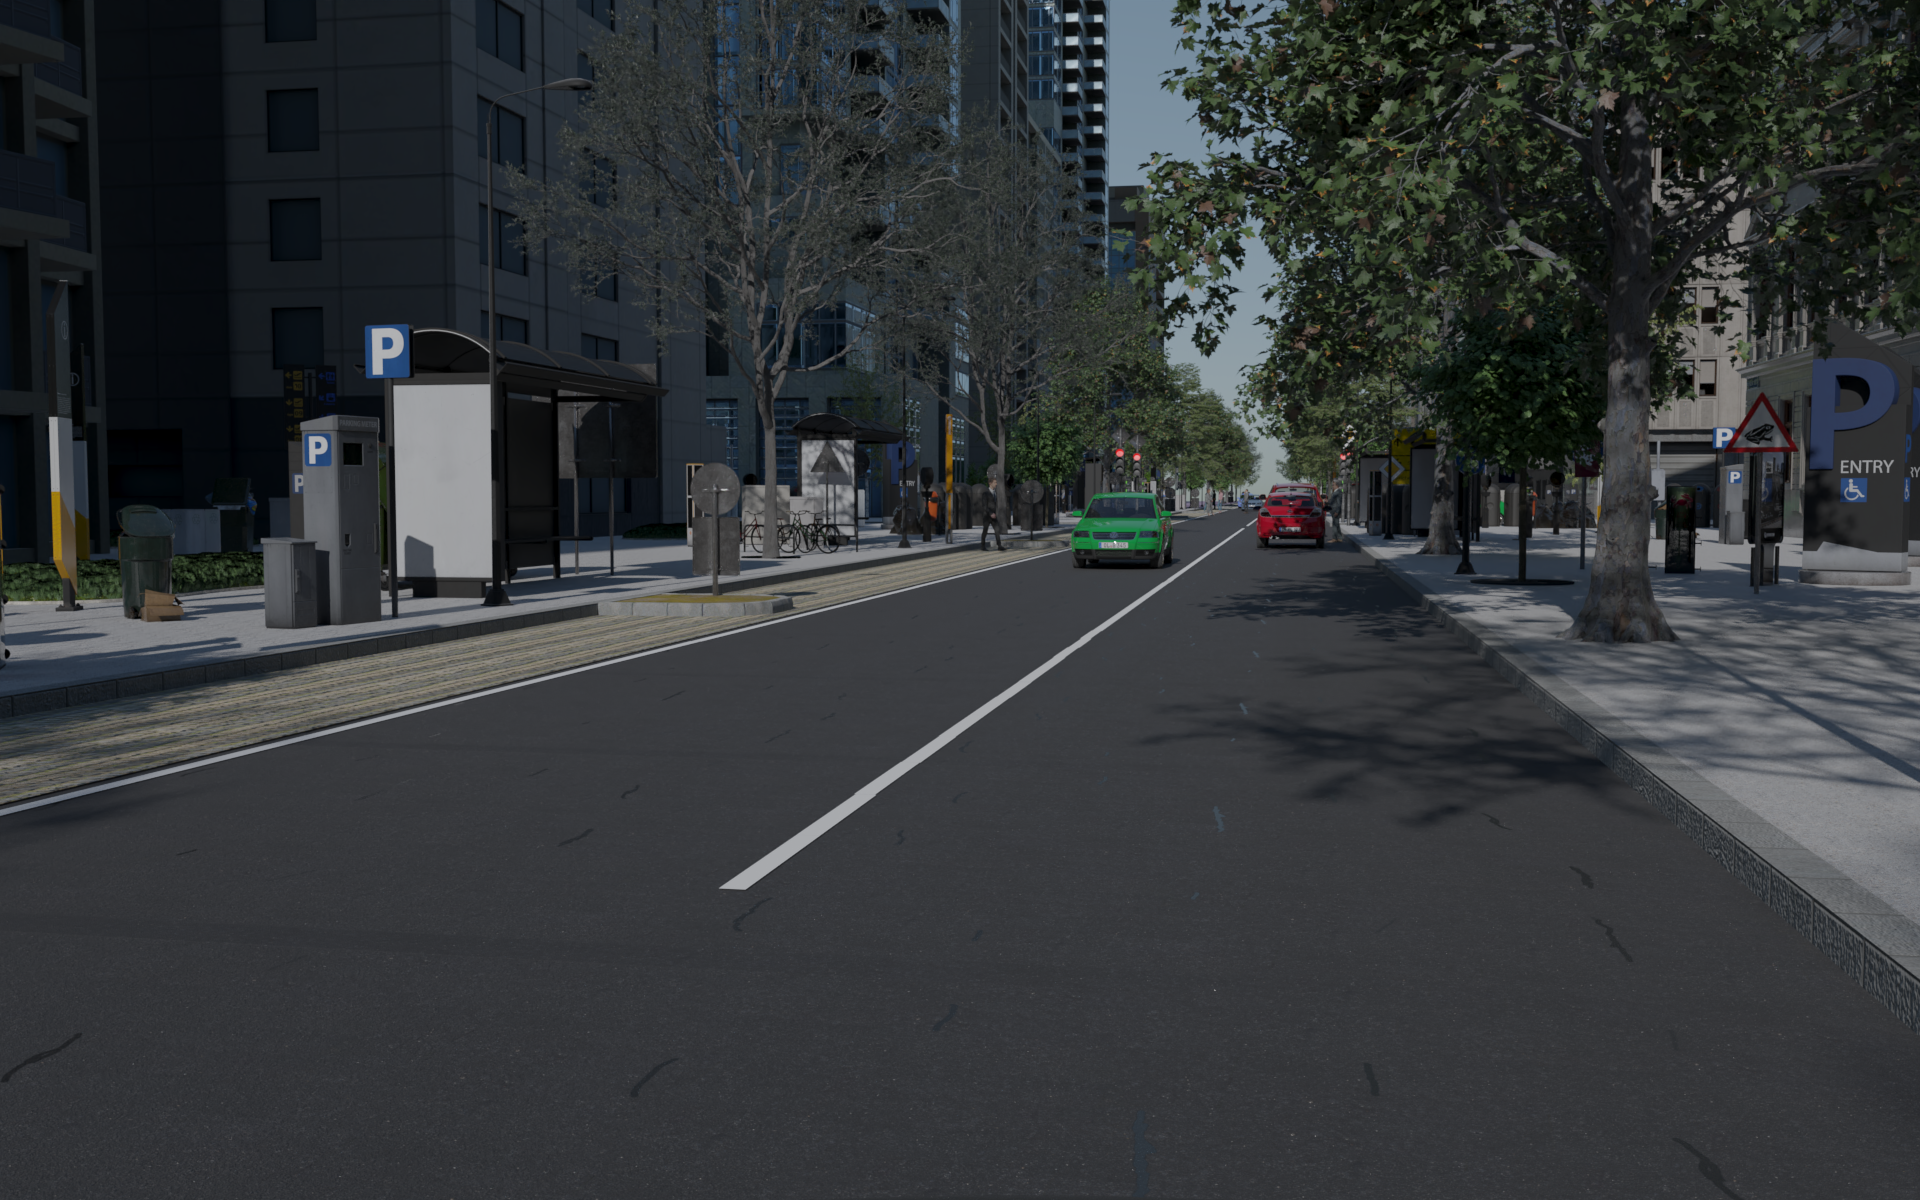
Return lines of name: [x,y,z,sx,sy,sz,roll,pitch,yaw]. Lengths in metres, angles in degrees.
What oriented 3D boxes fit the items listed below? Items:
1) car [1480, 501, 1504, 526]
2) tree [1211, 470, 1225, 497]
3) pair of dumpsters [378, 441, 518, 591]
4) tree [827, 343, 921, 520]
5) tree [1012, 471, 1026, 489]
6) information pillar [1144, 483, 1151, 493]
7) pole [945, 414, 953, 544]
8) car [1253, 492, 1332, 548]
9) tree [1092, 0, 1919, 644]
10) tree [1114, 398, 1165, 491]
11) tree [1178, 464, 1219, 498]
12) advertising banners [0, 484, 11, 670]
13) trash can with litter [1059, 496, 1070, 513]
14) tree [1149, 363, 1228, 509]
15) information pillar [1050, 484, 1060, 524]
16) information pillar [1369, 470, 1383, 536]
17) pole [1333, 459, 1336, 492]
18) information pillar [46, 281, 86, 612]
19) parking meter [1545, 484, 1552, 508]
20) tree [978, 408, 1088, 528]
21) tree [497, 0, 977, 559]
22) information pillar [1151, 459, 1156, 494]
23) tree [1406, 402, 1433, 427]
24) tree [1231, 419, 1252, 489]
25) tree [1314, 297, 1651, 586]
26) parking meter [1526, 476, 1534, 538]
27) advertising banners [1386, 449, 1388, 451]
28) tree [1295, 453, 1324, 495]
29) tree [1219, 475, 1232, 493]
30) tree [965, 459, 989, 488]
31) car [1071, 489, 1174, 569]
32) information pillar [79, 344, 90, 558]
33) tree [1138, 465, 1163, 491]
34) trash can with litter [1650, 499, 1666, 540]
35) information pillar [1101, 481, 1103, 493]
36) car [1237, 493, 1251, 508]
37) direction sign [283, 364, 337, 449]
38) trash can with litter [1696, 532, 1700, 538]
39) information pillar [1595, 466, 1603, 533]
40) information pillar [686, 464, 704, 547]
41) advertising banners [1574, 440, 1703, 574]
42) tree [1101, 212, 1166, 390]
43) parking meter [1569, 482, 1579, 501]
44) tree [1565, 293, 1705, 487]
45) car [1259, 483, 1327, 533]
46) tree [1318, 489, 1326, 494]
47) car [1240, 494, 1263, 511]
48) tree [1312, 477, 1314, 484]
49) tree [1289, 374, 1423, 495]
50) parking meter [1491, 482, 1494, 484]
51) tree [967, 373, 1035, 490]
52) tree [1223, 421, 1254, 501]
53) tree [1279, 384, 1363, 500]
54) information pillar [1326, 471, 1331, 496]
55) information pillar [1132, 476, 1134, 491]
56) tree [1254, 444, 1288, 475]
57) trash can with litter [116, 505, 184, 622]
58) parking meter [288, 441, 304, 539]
car: [21.440,-4.002,74.234,4.718,1.807,1.959,1,4,9]
tree: [30.422,-15.760,208.032,4.737,8.622,4.395,0,3,0]
pair of dumpsters: [-7.750,-1.370,24.888,1.574,2.255,4.437,1,4,11]
tree: [-4.296,-8.189,84.246,4.737,8.622,4.395,0,3,0]
tree: [4.247,-7.569,118.354,1.663,3.219,1.824,0,3,0]
information pillar: [11.913,-6.460,110.115,0.304,2.012,0.304,3,5,41]
pole: [-0.281,-3.091,44.381,0.158,3.312,0.155,0,3,0]
car: [9.065,-2.340,47.295,2.155,1.783,4.494,1,4,12]
tree: [5.961,-5.993,14.995,9.611,12.733,9.660,0,3,0]
tree: [12.460,-10.273,118.319,4.360,8.622,3.978,0,3,0]
tree: [22.805,-11.424,170.489,4.285,4.588,4.351,0,3,0]
advertising banners: [-6.785,-0.967,12.002,0.090,3.025,2.074,-2,4,-23]
trash can with litter: [7.174,-6.713,120.817,1.678,1.210,2.233,-2,4,-33]
tree: [19.032,-14.162,149.675,7.486,12.596,7.792,0,3,0]
information pillar: [4.012,-4.205,73.252,0.304,2.012,0.304,2,4,29]
information pillar: [12.769,-2.980,53.208,0.304,2.012,0.304,-1,4,-11]
pole: [21.481,-6.456,99.406,0.158,3.312,0.155,0,3,0]
information pillar: [-9.791,-1.684,18.880,0.183,3.616,0.504,-1,4,-10]
parking meter: [33.989,-5.770,100.052,0.399,1.863,0.255,1,4,14]
tree: [3.253,-5.024,65.852,4.285,4.588,4.351,0,3,0]
tree: [-3.766,-7.563,34.024,12.009,13.543,11.850,0,3,0]
information pillar: [12.370,-7.314,110.936,0.183,3.616,0.504,-2,4,-31]
tree: [30.964,-10.054,114.749,4.360,8.622,3.978,0,3,0]
tree: [38.044,-20.241,249.069,7.486,12.596,7.792,0,3,0]
tree: [8.066,-2.519,24.892,4.285,4.588,4.351,0,3,0]
parking meter: [16.605,-2.757,50.796,0.255,1.863,0.399,-1,4,-13]
advertising banners: [16.335,-4.261,65.862,0.090,3.025,2.074,0,4,6]
tree: [34.687,-13.258,167.127,4.737,8.622,4.395,0,3,0]
tree: [34.381,-14.987,228.748,4.285,4.588,4.351,0,3,0]
tree: [0.679,-6.203,96.025,1.663,3.219,1.824,0,3,0]
car: [3.293,-1.584,34.689,1.959,1.807,4.718,1,4,10]
information pillar: [-13.893,-2.185,27.082,0.504,3.616,0.183,0,4,-2]
tree: [12.356,-7.267,113.414,1.663,3.219,1.824,0,3,0]
trash can with litter: [19.568,-2.284,48.734,1.055,1.170,0.624,1,4,23]
information pillar: [8.091,-5.694,97.585,0.304,2.012,0.304,0,4,-7]
car: [28.930,-10.085,174.474,1.945,1.707,3.694,1,4,13]
direction sign: [-11.370,-2.348,30.390,0.876,3.537,0.379,-2,4,-28]
trash can with litter: [21.104,-2.408,50.750,1.055,1.170,0.624,-1,4,-20]
information pillar: [21.138,-4.009,56.905,0.504,3.616,0.183,-2,4,-34]
information pillar: [-6.422,-2.296,42.039,0.304,2.012,0.304,-3,5,-39]
advertising banners: [10.896,-1.946,28.011,2.074,3.025,0.090,1,4,17]
tree: [1.191,-8.811,54.428,12.009,13.543,11.850,0,3,0]
parking meter: [30.272,-4.875,85.410,0.399,1.863,0.255,2,4,27]
tree: [22.590,-6.706,60.013,4.737,8.622,4.395,0,3,0]
car: [11.380,-3.084,59.101,2.281,1.827,5.304,1,4,9]
tree: [41.671,-12.459,198.297,1.663,3.219,1.824,0,3,0]
car: [24.635,-8.199,146.061,2.014,1.417,4.499,1,4,10]
tree: [19.687,-6.036,82.402,4.285,4.588,4.351,0,3,0]
tree: [21.391,-10.725,93.487,7.486,12.596,7.792,0,3,0]
parking meter: [23.145,-4.287,75.796,0.399,1.863,0.255,-2,4,-32]
tree: [2.584,-9.552,106.531,4.737,8.622,4.395,0,3,0]
tree: [49.526,-24.402,309.339,12.009,13.543,11.850,0,3,0]
tree: [26.173,-11.577,123.699,7.601,10.594,8.767,-1,4,-15]
information pillar: [31.277,-9.522,147.042,0.183,3.616,0.504,-3,5,-40]
information pillar: [11.502,-7.578,115.248,0.183,3.616,0.504,1,4,11]
tree: [48.888,-19.899,235.724,12.009,13.543,11.850,0,3,0]
trash can with litter: [-8.224,-0.390,17.765,0.624,1.170,1.055,-3,5,-41]
parking meter: [-7.216,-0.828,19.243,0.399,1.863,0.255,2,4,27]
